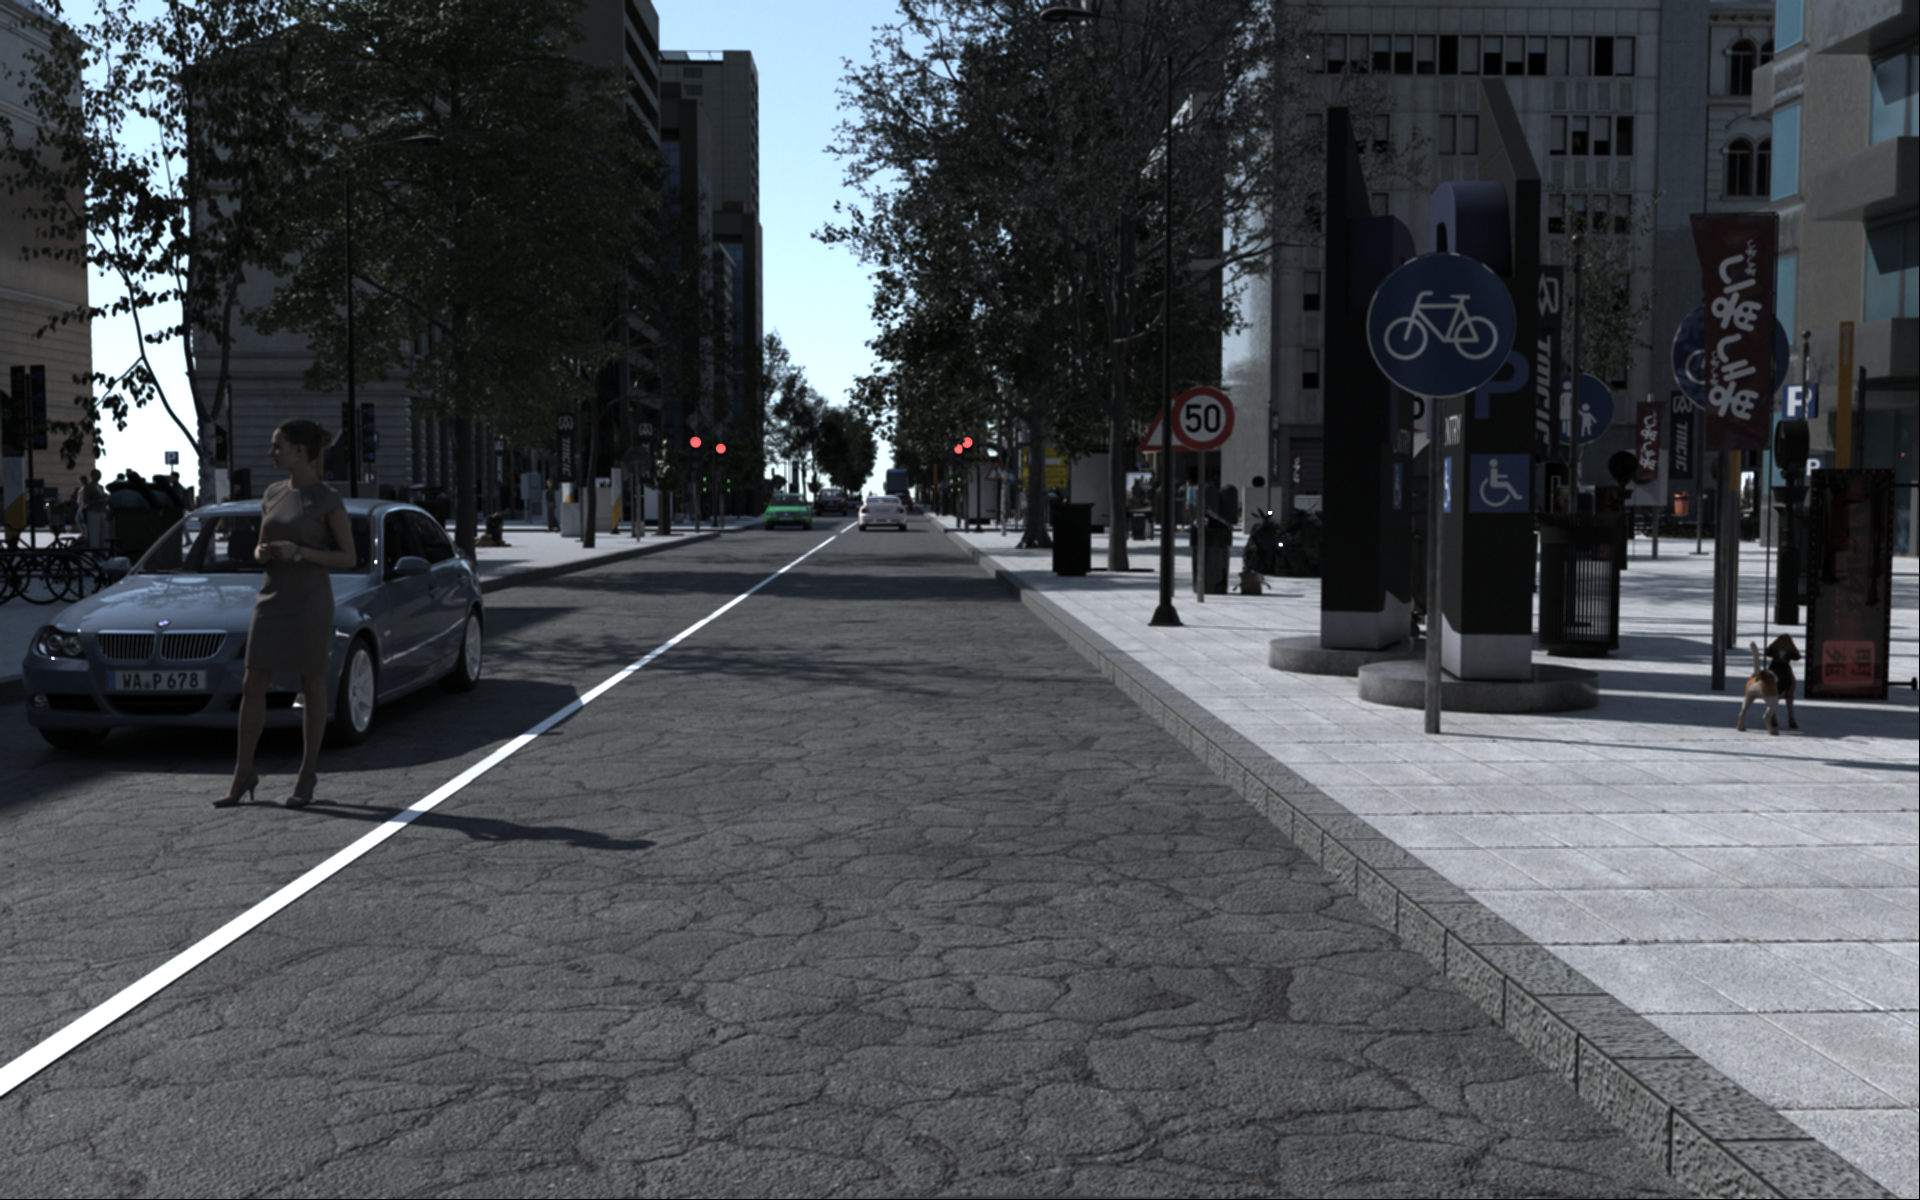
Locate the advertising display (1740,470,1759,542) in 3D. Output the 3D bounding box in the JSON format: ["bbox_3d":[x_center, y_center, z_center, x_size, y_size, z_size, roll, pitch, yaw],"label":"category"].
[{"bbox_3d":[21.282,-2.540,46.745,0.123,1.923,0.974,0,4,3],"label":"advertising display"}]

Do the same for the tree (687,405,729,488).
[{"bbox_3d":[-19.698,-11.401,136.762,4.360,8.622,3.978,0,3,0],"label":"tree"}]

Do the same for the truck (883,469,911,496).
[{"bbox_3d":[-6.396,-11.632,179.948,2.967,4.110,18.799,0,4,-3],"label":"truck"}]

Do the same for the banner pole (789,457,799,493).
[{"bbox_3d":[-11.137,-7.674,115.485,0.863,3.779,0.401,-1,4,-15],"label":"banner pole"}]

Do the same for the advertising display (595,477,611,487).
[{"bbox_3d":[-13.415,-3.648,64.857,0.123,1.923,0.974,2,4,28],"label":"advertising display"}]

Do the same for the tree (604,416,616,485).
[{"bbox_3d":[-21.119,-8.607,91.091,4.737,8.622,4.395,0,3,0],"label":"tree"}]

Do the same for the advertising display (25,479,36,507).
[{"bbox_3d":[-39.804,-4.212,74.075,0.123,1.923,0.974,1,4,11],"label":"advertising display"}]

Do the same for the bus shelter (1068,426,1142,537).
[{"bbox_3d":[4.421,-3.692,54.291,2.014,3.302,5.546,0,4,-2],"label":"bus shelter"}]

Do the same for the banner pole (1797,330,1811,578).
[{"bbox_3d":[12.856,-2.224,26.374,0.401,3.779,0.863,1,4,21],"label":"banner pole"}]

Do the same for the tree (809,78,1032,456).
[{"bbox_3d":[-0.254,-13.725,80.292,12.611,20.169,13.585,0,3,0],"label":"tree"}]

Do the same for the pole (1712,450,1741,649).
[{"bbox_3d":[6.361,-1.252,14.314,0.158,3.312,0.155,0,3,0],"label":"pole"}]

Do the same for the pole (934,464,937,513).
[{"bbox_3d":[-1.670,-7.488,116.277,0.158,3.312,0.155,0,3,0],"label":"pole"}]

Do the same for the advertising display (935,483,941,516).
[{"bbox_3d":[-1.295,-5.939,102.318,0.123,1.923,0.974,1,4,11],"label":"advertising display"}]

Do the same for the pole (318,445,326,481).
[{"bbox_3d":[-26.044,-4.716,70.957,0.158,3.312,0.155,0,3,0],"label":"pole"}]

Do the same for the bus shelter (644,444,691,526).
[{"bbox_3d":[-12.344,-4.772,71.948,2.014,3.302,5.546,0,4,-2],"label":"bus shelter"}]

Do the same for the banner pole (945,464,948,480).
[{"bbox_3d":[-0.728,-7.832,118.067,0.863,3.779,0.401,1,4,17],"label":"banner pole"}]

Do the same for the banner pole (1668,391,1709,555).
[{"bbox_3d":[15.477,-2.859,36.755,0.863,3.779,0.401,2,4,24],"label":"banner pole"}]

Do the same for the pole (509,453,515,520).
[{"bbox_3d":[-22.015,-5.583,85.124,0.158,3.312,0.155,0,3,0],"label":"pole"}]

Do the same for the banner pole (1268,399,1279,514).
[{"bbox_3d":[8.314,-3.426,46.028,0.401,3.779,0.863,2,4,32],"label":"banner pole"}]

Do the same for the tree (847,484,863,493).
[{"bbox_3d":[-17.333,-18.394,284.457,4.285,4.588,4.351,0,3,0],"label":"tree"}]

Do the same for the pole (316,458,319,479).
[{"bbox_3d":[-28.741,-5.122,77.580,0.158,3.312,0.155,0,3,0],"label":"pole"}]

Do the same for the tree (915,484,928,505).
[{"bbox_3d":[-4.585,-12.949,206.319,1.663,3.219,1.824,0,3,0],"label":"tree"}]

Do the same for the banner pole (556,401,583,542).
[{"bbox_3d":[-10.413,-3.457,46.538,0.863,3.779,0.401,-2,4,-24],"label":"banner pole"}]

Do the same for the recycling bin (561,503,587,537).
[{"bbox_3d":[-11.497,-2.390,51.633,0.722,1.027,0.722,-1,4,-9],"label":"recycling bin"}]

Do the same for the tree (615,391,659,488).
[{"bbox_3d":[-23.536,-10.619,123.979,4.737,8.622,4.395,0,3,0],"label":"tree"}]

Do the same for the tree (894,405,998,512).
[{"bbox_3d":[-0.769,-12.608,124.273,7.486,12.596,7.792,0,3,0],"label":"tree"}]

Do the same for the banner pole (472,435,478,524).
[{"bbox_3d":[-20.581,-5.077,73.022,0.401,3.779,0.863,2,4,32],"label":"banner pole"}]

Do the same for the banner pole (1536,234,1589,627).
[{"bbox_3d":[5.726,-1.632,16.697,0.863,3.779,0.401,-1,4,-18],"label":"banner pole"}]

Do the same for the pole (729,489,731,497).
[{"bbox_3d":[-15.814,-7.656,119.011,0.158,3.312,0.155,0,3,0],"label":"pole"}]

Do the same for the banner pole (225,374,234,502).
[{"bbox_3d":[-15.191,-2.814,36.032,0.401,3.779,0.863,-1,4,-16],"label":"banner pole"}]

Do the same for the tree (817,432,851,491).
[{"bbox_3d":[-13.978,-14.849,193.145,4.737,8.622,4.395,0,3,0],"label":"tree"}]

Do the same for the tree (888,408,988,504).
[{"bbox_3d":[-1.593,-15.301,156.820,9.857,13.997,8.962,0,3,0],"label":"tree"}]

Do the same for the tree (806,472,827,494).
[{"bbox_3d":[-12.443,-9.362,147.672,1.663,3.219,1.824,0,3,0],"label":"tree"}]

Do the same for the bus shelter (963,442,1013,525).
[{"bbox_3d":[0.972,-4.671,70.289,2.014,3.302,5.546,0,4,-2],"label":"bus shelter"}]

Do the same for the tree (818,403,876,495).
[{"bbox_3d":[-15.904,-20.454,241.077,9.857,13.997,8.962,0,3,0],"label":"tree"}]

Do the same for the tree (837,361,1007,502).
[{"bbox_3d":[-0.725,-11.243,109.586,9.928,11.665,9.643,0,3,0],"label":"tree"}]

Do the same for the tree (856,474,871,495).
[{"bbox_3d":[-17.294,-20.990,293.553,4.360,8.622,3.978,0,3,0],"label":"tree"}]

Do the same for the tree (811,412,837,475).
[{"bbox_3d":[-14.754,-17.645,214.256,9.928,11.665,9.643,0,3,0],"label":"tree"}]

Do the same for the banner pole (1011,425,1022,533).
[{"bbox_3d":[1.948,-4.137,57.651,0.401,3.779,0.863,-1,4,-14],"label":"banner pole"}]

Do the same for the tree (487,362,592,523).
[{"bbox_3d":[-19.534,-7.802,77.927,4.737,8.622,4.395,0,3,0],"label":"tree"}]

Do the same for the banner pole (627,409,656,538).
[{"bbox_3d":[-9.370,-3.721,50.848,0.863,3.779,0.401,-1,4,-16],"label":"banner pole"}]

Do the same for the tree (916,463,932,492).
[{"bbox_3d":[-2.874,-14.373,185.356,4.360,8.622,3.978,0,3,0],"label":"tree"}]

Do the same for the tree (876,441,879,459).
[{"bbox_3d":[-4.969,-20.109,235.442,9.857,13.997,8.962,0,3,0],"label":"tree"}]

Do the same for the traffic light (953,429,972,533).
[{"bbox_3d":[0.204,-4.188,57.402,0.839,4.253,0.868,0,4,-2],"label":"traffic light"}]

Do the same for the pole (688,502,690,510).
[{"bbox_3d":[-19.030,-7.799,121.357,0.158,3.312,0.155,0,3,0],"label":"pole"}]

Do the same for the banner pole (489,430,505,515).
[{"bbox_3d":[-18.223,-4.774,68.079,0.863,3.779,0.401,1,4,20],"label":"banner pole"}]

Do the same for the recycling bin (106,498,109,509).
[{"bbox_3d":[-57.850,-6.375,116.785,0.722,1.027,0.722,0,4,-2],"label":"recycling bin"}]

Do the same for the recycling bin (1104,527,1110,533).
[{"bbox_3d":[4.919,-2.771,57.863,0.722,1.027,0.722,3,4,36],"label":"recycling bin"}]

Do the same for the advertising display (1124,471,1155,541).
[{"bbox_3d":[4.958,-2.606,47.821,0.974,1.923,0.123,3,5,43],"label":"advertising display"}]

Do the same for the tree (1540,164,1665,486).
[{"bbox_3d":[14.030,-5.451,39.480,4.360,8.622,3.978,0,3,0],"label":"tree"}]

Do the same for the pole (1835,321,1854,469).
[{"bbox_3d":[10.477,-1.634,20.554,0.158,3.312,0.155,0,3,0],"label":"pole"}]
